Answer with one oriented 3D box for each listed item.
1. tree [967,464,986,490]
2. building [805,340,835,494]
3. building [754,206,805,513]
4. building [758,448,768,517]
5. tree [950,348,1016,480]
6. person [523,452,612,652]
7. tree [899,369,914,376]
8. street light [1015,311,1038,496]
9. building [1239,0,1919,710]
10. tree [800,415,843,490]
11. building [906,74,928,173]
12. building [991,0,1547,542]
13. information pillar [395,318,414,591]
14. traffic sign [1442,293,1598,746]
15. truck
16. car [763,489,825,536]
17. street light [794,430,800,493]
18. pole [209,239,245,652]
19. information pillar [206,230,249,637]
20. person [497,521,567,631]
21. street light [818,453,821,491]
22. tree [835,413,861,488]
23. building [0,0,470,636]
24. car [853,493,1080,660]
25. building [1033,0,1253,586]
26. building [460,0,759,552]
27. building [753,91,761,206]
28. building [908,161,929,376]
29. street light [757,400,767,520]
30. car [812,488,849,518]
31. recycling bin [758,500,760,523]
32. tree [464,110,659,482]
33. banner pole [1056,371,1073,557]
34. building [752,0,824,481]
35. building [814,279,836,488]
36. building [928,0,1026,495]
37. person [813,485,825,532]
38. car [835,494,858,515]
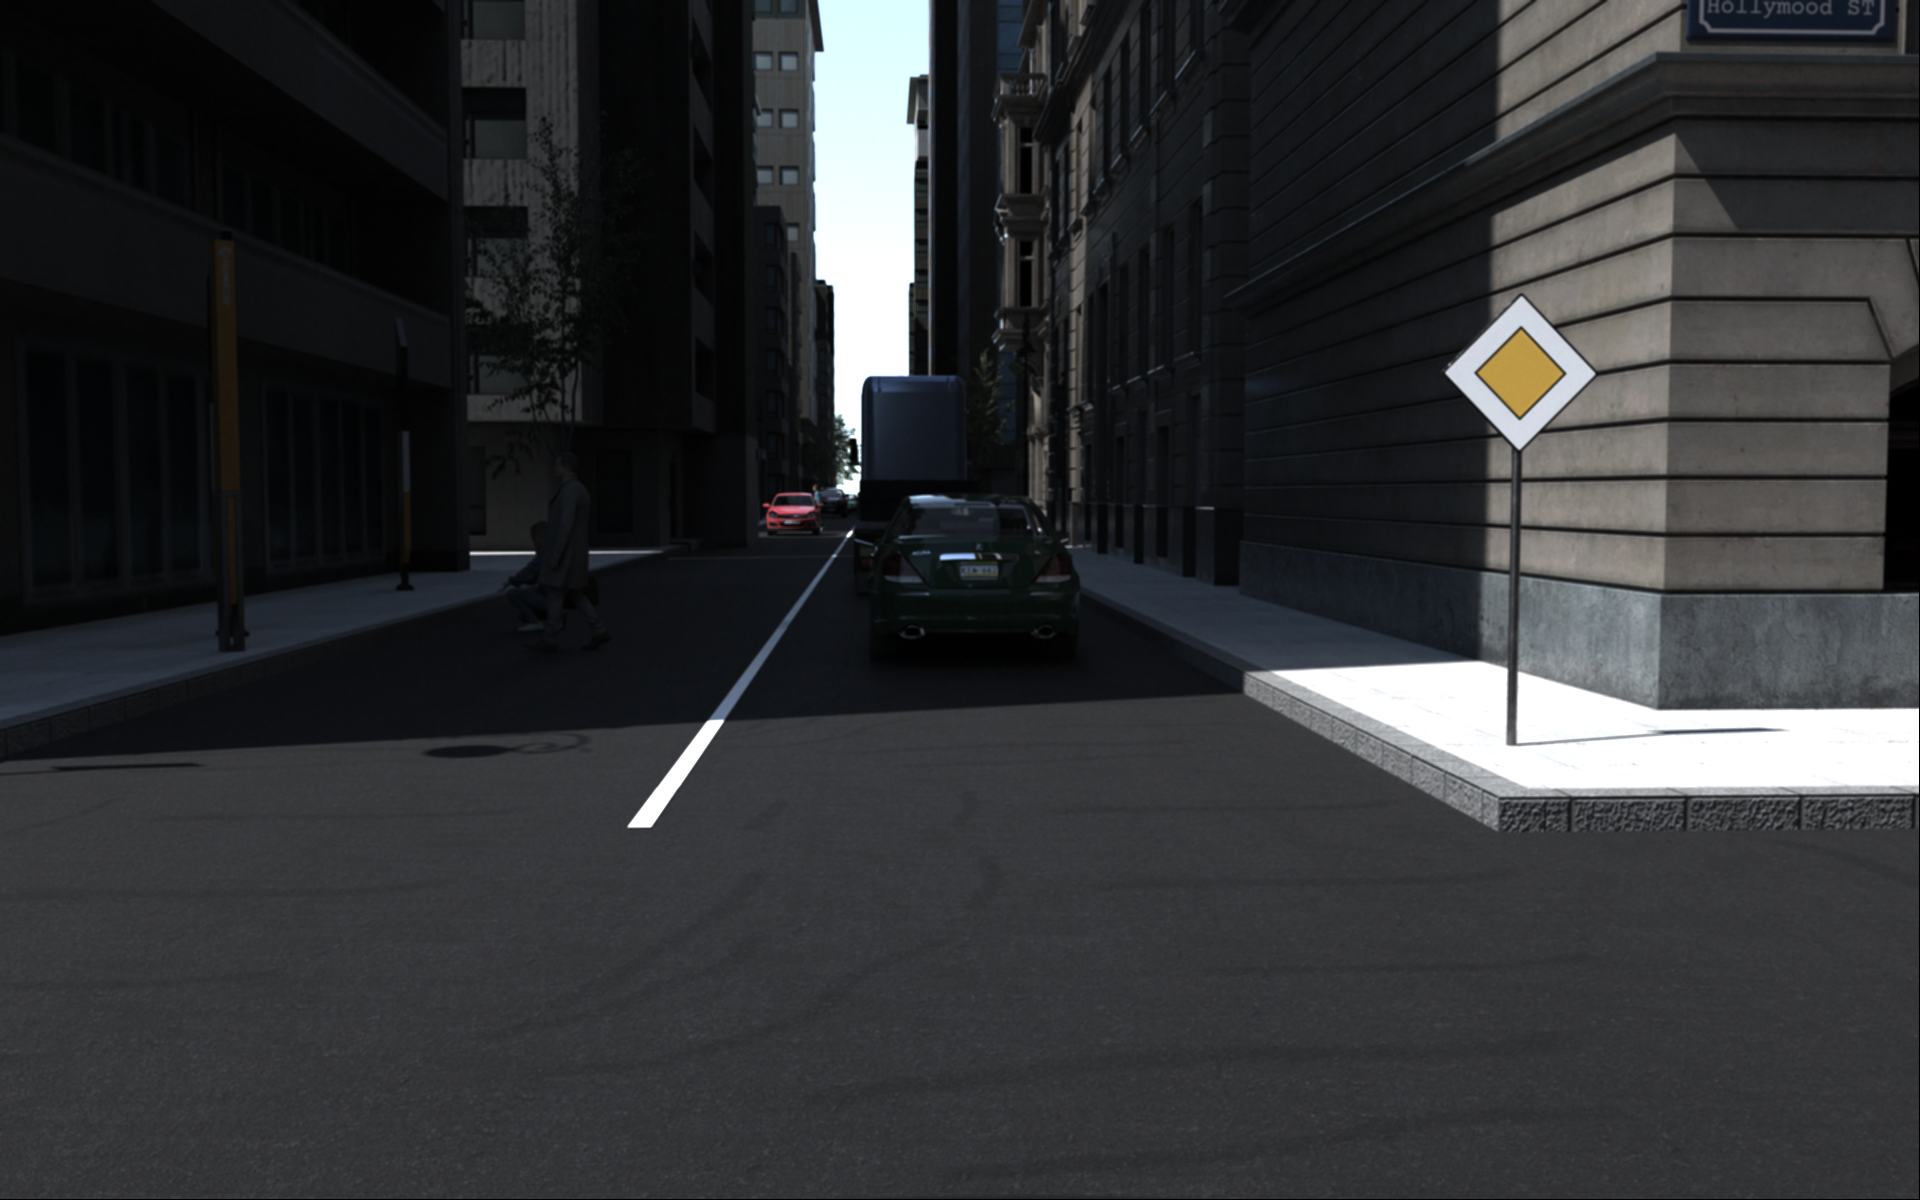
[{"bbox_3d":[0.298,-5.989,92.522,1.663,3.219,1.824,0,3,0],"label":"tree"},{"bbox_3d":[-29.306,-22.215,208.258,27.650,21.520,28.899,0,4,-3],"label":"building"},{"bbox_3d":[-25.240,-16.687,117.879,27.650,21.520,28.899,0,4,-3],"label":"building"},{"bbox_3d":[-21.009,-39.972,91.800,20.563,71.187,20.611,0,4,-3],"label":"building"},{"bbox_3d":[0.740,-8.429,88.176,4.737,8.622,4.395,0,3,0],"label":"tree"},{"bbox_3d":[-3.601,-0.442,15.833,0.767,1.812,0.694,0,3,0],"label":"person"},{"bbox_3d":[-4.359,-15.815,168.940,12.009,13.543,11.850,0,3,0],"label":"tree"},{"bbox_3d":[1.660,-4.342,43.784,0.468,5.910,1.993,0,4,-3],"label":"street light"},{"bbox_3d":[20.808,-12.011,15.462,34.723,24.649,14.460,0,4,-3],"label":"building"},{"bbox_3d":[-13.144,-12.866,160.719,4.360,8.622,3.978,0,3,0],"label":"tree"},{"bbox_3d":[7.922,-38.302,215.470,28.713,52.752,27.495,0,4,-3],"label":"building"},{"bbox_3d":[8.542,-15.118,66.259,14.460,24.649,34.723,0,4,-3],"label":"building"},{"bbox_3d":[-7.390,-1.935,22.993,0.183,3.616,0.504,-2,4,-26],"label":"information pillar"},{"bbox_3d":[2.812,-0.314,8.776,0.795,2.450,0.064,0,4,-3],"label":"traffic sign"},{"bbox_3d":[-0.754,-2.681,33.588,2.967,4.110,18.799,0,4,-3],"label":"truck"},{"bbox_3d":[-5.817,-3.165,60.784,2.155,1.783,4.494,0,4,-4],"label":"car"},{"bbox_3d":[-11.644,-9.263,124.244,0.468,5.910,1.993,0,4,-3],"label":"street light"},{"bbox_3d":[-5.946,-1.235,14.044,0.158,3.312,0.155,0,3,0],"label":"pole"},{"bbox_3d":[-6.636,-1.484,15.619,0.183,3.616,0.504,-3,5,-41],"label":"information pillar"},{"bbox_3d":[-4.515,-0.254,18.150,0.738,1.151,1.012,1,4,8],"label":"person"},{"bbox_3d":[-13.741,-11.968,168.457,0.468,5.910,1.993,0,4,-3],"label":"street light"},{"bbox_3d":[-17.427,-19.839,242.487,7.486,12.596,7.792,0,3,0],"label":"tree"},{"bbox_3d":[-18.437,-24.047,16.864,21.300,48.544,21.600,0,4,-3],"label":"building"},{"bbox_3d":[0.048,-0.283,16.433,2.131,1.459,4.920,0,4,-3],"label":"car"},{"bbox_3d":[8.616,-14.586,35.744,12.463,27.353,25.104,0,4,-3],"label":"building"},{"bbox_3d":[-12.691,-16.625,43.520,14.160,30.474,14.107,0,4,-3],"label":"building"},{"bbox_3d":[-29.550,-27.624,143.531,32.217,40.220,23.993,0,4,-3],"label":"building"},{"bbox_3d":[2.909,-23.325,153.063,14.160,30.474,14.107,0,4,-3],"label":"building"},{"bbox_3d":[-9.766,-6.864,85.019,0.468,5.910,1.993,0,4,-3],"label":"street light"},{"bbox_3d":[-7.996,-6.026,107.205,2.281,1.827,5.304,0,4,-2],"label":"car"},{"bbox_3d":[-9.321,-3.956,77.235,0.722,1.027,0.722,0,4,2],"label":"recycling bin"},{"bbox_3d":[-7.766,-5.061,33.111,4.360,8.622,3.978,0,3,0],"label":"tree"},{"bbox_3d":[2.042,-2.752,35.010,0.401,3.779,0.863,1,4,15],"label":"banner pole"},{"bbox_3d":[-28.686,-36.081,179.158,28.713,52.752,27.495,0,4,-3],"label":"building"},{"bbox_3d":[-23.794,-28.014,229.731,14.160,30.474,14.107,0,4,-3],"label":"building"},{"bbox_3d":[5.021,-28.373,114.014,14.600,45.320,14.200,0,4,-3],"label":"building"},{"bbox_3d":[-5.251,-3.398,64.395,0.444,1.785,0.601,1,4,16],"label":"person"},{"bbox_3d":[-7.835,-6.828,120.439,1.959,1.807,4.718,0,4,-5],"label":"car"}]
